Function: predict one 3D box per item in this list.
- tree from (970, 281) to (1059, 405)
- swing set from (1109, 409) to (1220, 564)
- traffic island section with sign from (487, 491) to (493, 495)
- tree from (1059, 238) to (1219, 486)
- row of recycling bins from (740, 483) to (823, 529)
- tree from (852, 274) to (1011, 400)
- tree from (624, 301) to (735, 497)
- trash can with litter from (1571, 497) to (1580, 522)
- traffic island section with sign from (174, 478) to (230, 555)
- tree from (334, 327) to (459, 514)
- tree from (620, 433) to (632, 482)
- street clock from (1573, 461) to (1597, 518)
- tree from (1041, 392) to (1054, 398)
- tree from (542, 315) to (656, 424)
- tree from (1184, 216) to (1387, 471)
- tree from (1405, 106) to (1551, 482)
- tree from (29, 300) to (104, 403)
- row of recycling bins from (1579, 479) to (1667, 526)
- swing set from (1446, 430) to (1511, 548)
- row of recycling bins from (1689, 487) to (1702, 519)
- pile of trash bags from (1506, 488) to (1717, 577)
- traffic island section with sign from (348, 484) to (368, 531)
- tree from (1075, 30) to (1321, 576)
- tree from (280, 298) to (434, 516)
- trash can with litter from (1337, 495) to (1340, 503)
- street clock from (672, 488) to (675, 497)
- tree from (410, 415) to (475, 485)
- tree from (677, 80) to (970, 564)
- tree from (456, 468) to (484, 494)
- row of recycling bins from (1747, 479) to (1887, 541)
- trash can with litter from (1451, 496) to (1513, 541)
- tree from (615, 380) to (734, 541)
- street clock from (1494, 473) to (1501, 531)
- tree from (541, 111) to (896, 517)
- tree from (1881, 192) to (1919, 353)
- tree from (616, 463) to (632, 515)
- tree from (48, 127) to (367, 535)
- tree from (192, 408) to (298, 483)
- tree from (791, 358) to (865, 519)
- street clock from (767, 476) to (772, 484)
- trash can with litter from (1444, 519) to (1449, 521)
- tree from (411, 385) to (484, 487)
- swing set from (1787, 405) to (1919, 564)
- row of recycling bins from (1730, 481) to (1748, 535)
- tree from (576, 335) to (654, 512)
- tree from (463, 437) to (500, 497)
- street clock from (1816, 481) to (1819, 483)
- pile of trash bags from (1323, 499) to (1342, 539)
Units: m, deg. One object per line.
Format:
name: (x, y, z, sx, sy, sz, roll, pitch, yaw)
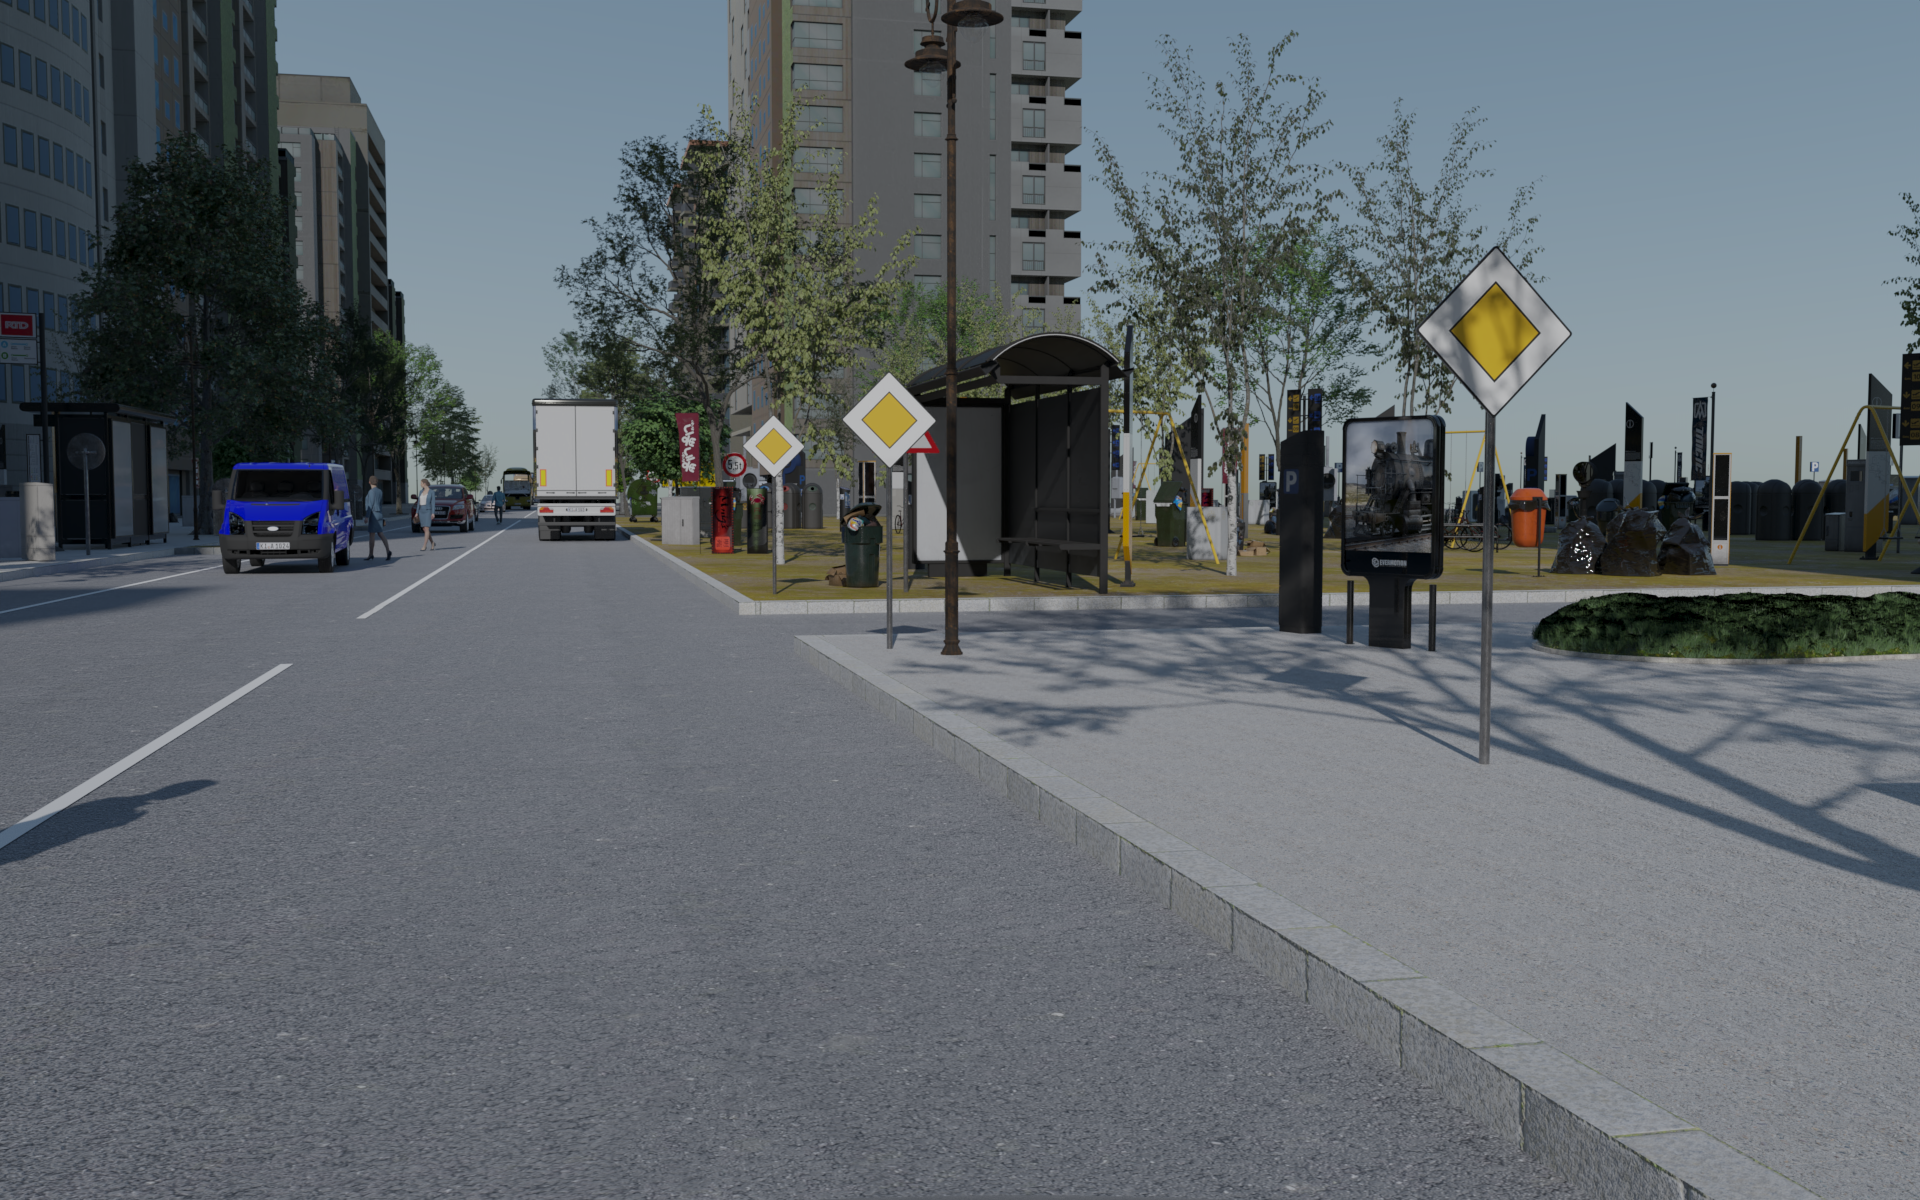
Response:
tree: (1.012, -6.648, 59.061, 4.737, 8.622, 4.395, 0, 3, 0)
swing set: (2.878, -2.111, 32.138, 3.119, 2.851, 2.862, -3, 4, -37)
traffic island section with sign: (-53.568, -11.569, 197.788, 1.989, 1.847, 2.006, -1, 4, -13)
tree: (5.586, -6.039, 49.100, 4.737, 8.622, 4.395, 0, 3, 0)
row of recycling bins: (-6.746, -3.483, 64.064, 3.534, 1.692, 1.069, 1, 4, 14)
tree: (-1.301, -9.566, 82.157, 9.928, 11.665, 9.643, 0, 3, 0)
tree: (-10.949, -7.078, 66.081, 4.360, 8.622, 3.978, 0, 3, 0)
trash can with litter: (26.541, -3.773, 73.078, 1.055, 1.170, 0.624, 0, 4, -8)
traffic island section with sign: (-17.862, -2.048, 42.114, 1.989, 1.847, 2.006, -1, 4, -13)
tree: (-35.696, -11.229, 109.350, 9.928, 11.665, 9.643, 0, 3, 0)
tree: (-42.950, -17.557, 204.071, 9.611, 12.733, 9.660, 0, 3, 0)
street clock: (13.873, -2.075, 38.496, 0.471, 2.002, 0.358, 3, 5, 44)
tree: (5.449, -7.378, 70.994, 4.360, 8.622, 3.978, 0, 3, 0)
tree: (-35.910, -19.817, 179.897, 12.611, 20.169, 13.585, 0, 3, 0)
tree: (12.316, -8.576, 65.965, 9.928, 11.665, 9.643, 0, 3, 0)
tree: (8.902, -5.053, 32.975, 4.360, 8.622, 3.978, 0, 3, 0)
tree: (-31.496, -6.901, 63.190, 4.360, 8.622, 3.978, 0, 3, 0)
row of recycling bins: (18.538, -2.505, 48.075, 3.534, 1.692, 1.069, -2, 4, -34)
swing set: (12.098, -2.797, 43.348, 2.862, 2.851, 3.119, -3, 4, -38)
row of recycling bins: (38.394, -5.028, 89.317, 3.534, 1.692, 1.069, -2, 4, -25)
pile of trash bags: (10.177, -1.088, 27.543, 3.447, 1.369, 1.912, -1, 4, -22)
traffic island section with sign: (-23.886, -3.655, 68.390, 1.989, 1.847, 2.006, -1, 4, -13)
tree: (4.045, -4.687, 26.994, 4.360, 8.622, 3.978, 0, 3, 0)
tree: (-29.397, -9.020, 81.896, 7.601, 10.594, 8.767, 0, 4, -3)
trash can with litter: (22.101, -5.439, 99.985, 2.233, 1.210, 1.678, -2, 4, -28)
street clock: (-14.876, -5.190, 89.430, 0.471, 2.002, 0.358, -3, 5, -39)
tree: (-48.237, -12.792, 159.517, 4.737, 8.622, 4.395, 0, 3, 0)
tree: (-3.097, -4.954, 31.355, 4.737, 8.622, 4.395, 0, 3, 0)
tree: (-58.904, -13.744, 208.435, 4.285, 4.588, 4.351, 0, 3, 0)
row of recycling bins: (23.840, -2.492, 47.853, 3.534, 1.692, 1.069, 0, 4, -2)
trash can with litter: (14.986, -2.249, 47.821, 2.233, 1.210, 1.678, 0, 4, -6)
tree: (-7.849, -3.917, 47.752, 4.285, 4.588, 4.351, 0, 3, 0)
street clock: (18.740, -3.424, 60.552, 0.358, 2.002, 0.471, 1, 4, 21)
tree: (-5.729, -6.560, 41.661, 8.767, 10.594, 7.601, 0, 4, -4)
tree: (22.937, -5.425, 39.064, 4.737, 8.622, 4.395, 0, 3, 0)
tree: (-20.751, -6.795, 105.707, 1.663, 3.219, 1.824, 0, 3, 0)
tree: (-23.713, -8.408, 54.482, 9.611, 12.733, 9.660, 0, 3, 0)
tree: (-25.969, -4.863, 63.220, 4.285, 4.588, 4.351, 0, 3, 0)
tree: (-6.327, -8.429, 88.183, 4.360, 8.622, 3.978, 0, 3, 0)
street clock: (-7.531, -3.996, 69.899, 0.471, 2.002, 0.358, 2, 4, 25)
trash can with litter: (23.603, -4.385, 82.757, 2.233, 1.210, 1.678, 3, 5, 39)
tree: (-53.284, -16.037, 180.324, 7.486, 12.596, 7.792, 0, 3, 0)
swing set: (17.031, -2.051, 31.151, 3.119, 2.851, 2.862, -2, 4, -31)
row of recycling bins: (25.307, -2.968, 55.634, 1.069, 1.692, 3.534, 3, 4, 37)
tree: (-24.559, -12.592, 124.009, 7.486, 12.596, 7.792, 0, 3, 0)
tree: (-61.204, -16.388, 218.307, 4.360, 8.622, 3.978, 0, 3, 0)
street clock: (48.650, -5.753, 98.632, 0.471, 2.002, 0.358, 0, 4, 0)
pile of trash bags: (11.806, -2.399, 48.973, 1.912, 1.369, 3.447, -1, 4, -20)
